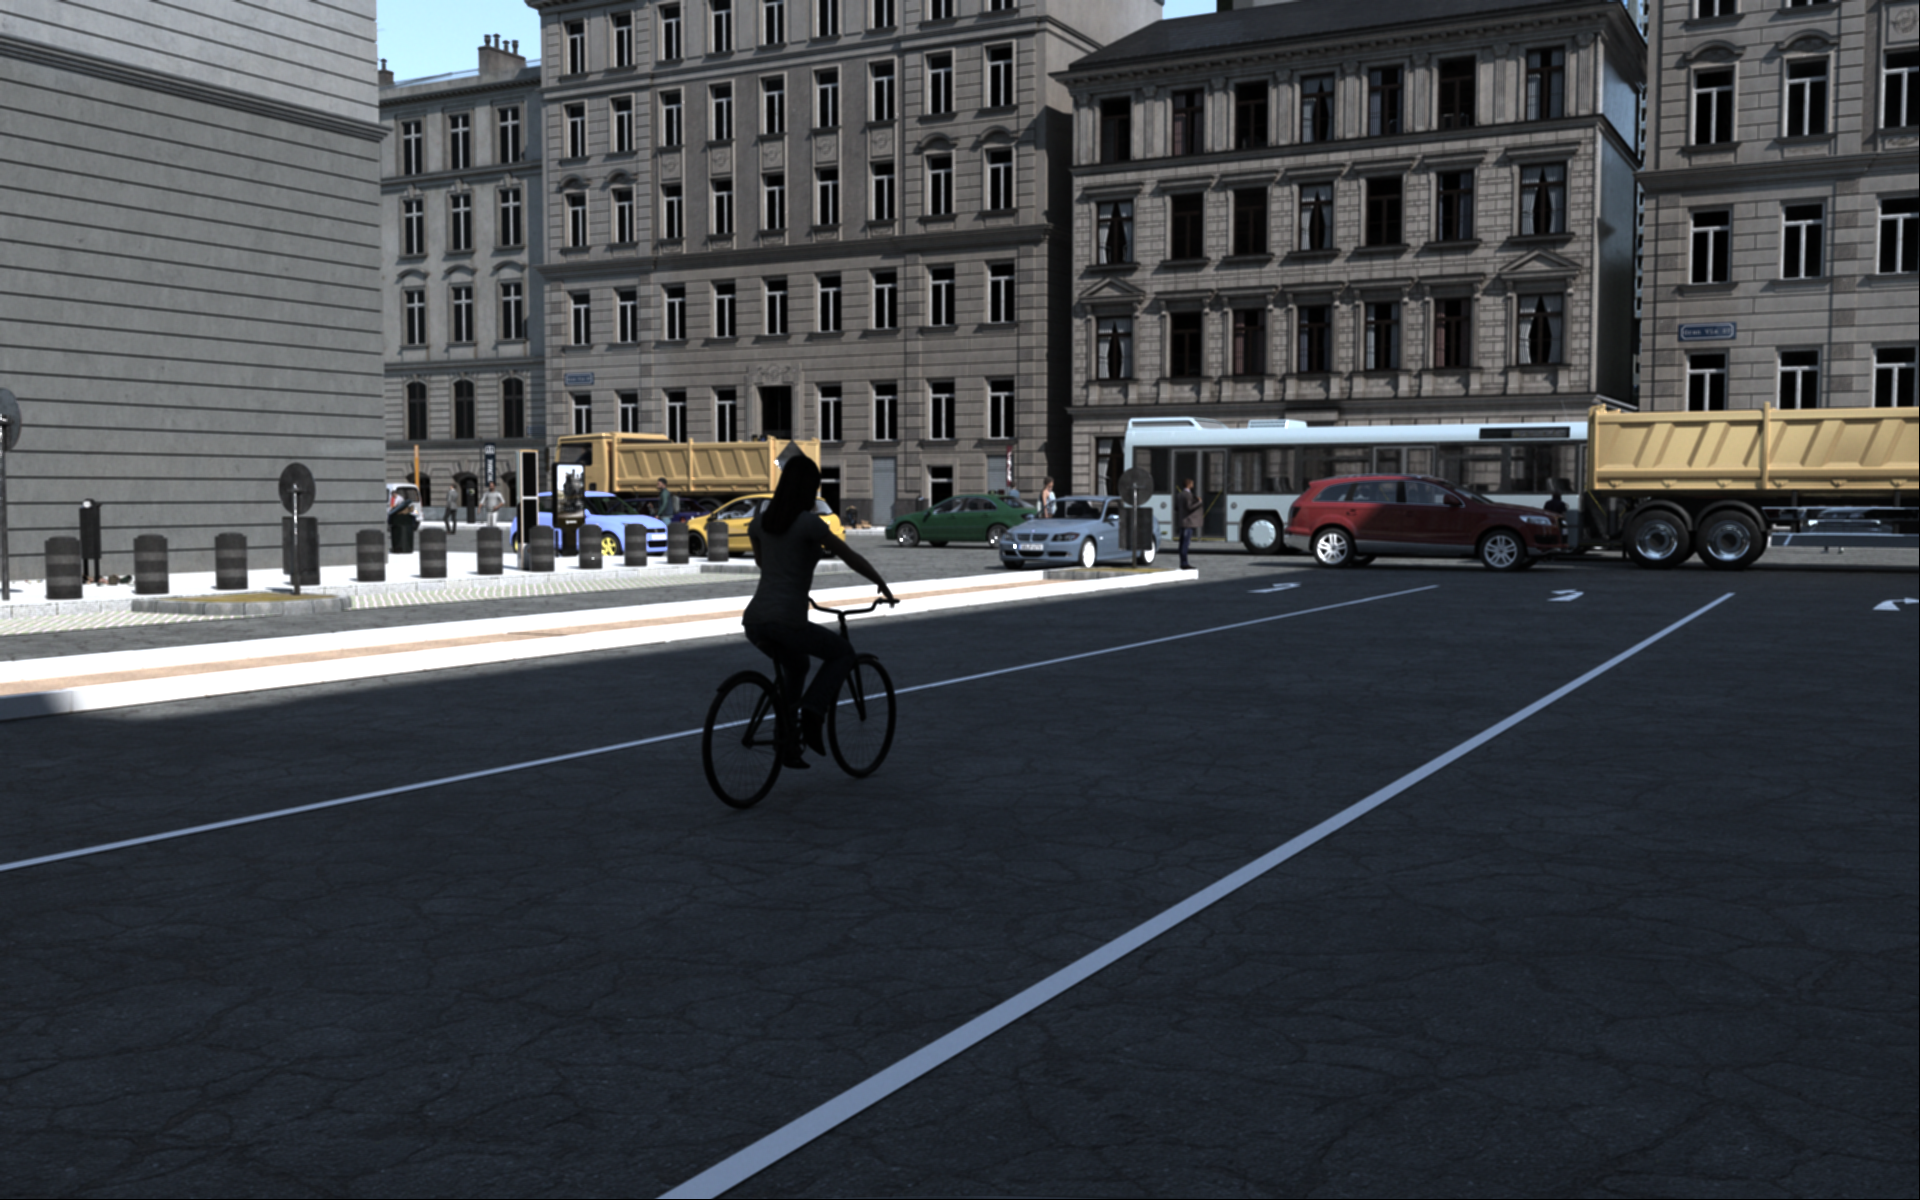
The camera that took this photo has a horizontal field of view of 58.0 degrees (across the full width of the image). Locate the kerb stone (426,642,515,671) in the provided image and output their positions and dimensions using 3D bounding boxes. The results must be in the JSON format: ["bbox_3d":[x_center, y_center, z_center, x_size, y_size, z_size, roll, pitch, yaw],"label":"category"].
[{"bbox_3d":[-4.145,0.470,14.510,0.120,0.150,1.000,2,4,28],"label":"kerb stone"}]

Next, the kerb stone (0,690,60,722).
[{"bbox_3d":[-6.107,0.693,10.897,0.120,0.150,1.000,2,4,28],"label":"kerb stone"}]

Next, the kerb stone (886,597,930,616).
[{"bbox_3d":[-0.688,0.089,20.833,0.120,0.150,1.000,2,4,28],"label":"kerb stone"}]

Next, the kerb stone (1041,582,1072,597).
[{"bbox_3d":[1.287,-0.139,24.462,0.120,0.150,1.000,2,4,28],"label":"kerb stone"}]

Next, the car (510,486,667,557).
[{"bbox_3d":[-8.113,-1.750,38.208,3.694,1.707,1.945,2,4,28],"label":"car"}]

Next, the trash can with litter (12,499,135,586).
[{"bbox_3d":[-12.440,-0.841,24.802,1.678,1.210,2.233,-3,5,-43],"label":"trash can with litter"}]

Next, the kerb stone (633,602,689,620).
[{"bbox_3d":[-3.521,0.132,20.031,0.120,0.150,1.000,2,4,28],"label":"kerb stone"}]

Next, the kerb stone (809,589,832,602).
[{"bbox_3d":[-2.041,-0.031,22.743,0.120,0.150,1.000,2,4,28],"label":"kerb stone"}]

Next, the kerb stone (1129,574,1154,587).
[{"bbox_3d":[2.763,-0.304,27.166,0.120,0.150,1.000,2,4,28],"label":"kerb stone"}]

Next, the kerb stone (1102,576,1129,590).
[{"bbox_3d":[2.272,-0.247,26.266,0.120,0.150,1.000,2,4,28],"label":"kerb stone"}]

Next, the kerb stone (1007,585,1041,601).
[{"bbox_3d":[0.788,-0.083,23.549,0.120,0.150,1.000,2,4,28],"label":"kerb stone"}]

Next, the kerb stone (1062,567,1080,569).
[{"bbox_3d":[1.888,-0.474,29.953,0.120,0.150,1.000,2,4,28],"label":"kerb stone"}]

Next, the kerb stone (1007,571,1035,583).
[{"bbox_3d":[0.901,-0.365,28.155,0.120,0.150,1.000,2,4,28],"label":"kerb stone"}]

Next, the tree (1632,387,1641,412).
[{"bbox_3d":[58.140,-13.101,148.615,8.767,10.594,7.601,3,5,40],"label":"tree"}]

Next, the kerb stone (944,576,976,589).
[{"bbox_3d":[-0.078,-0.249,26.353,0.120,0.150,1.000,2,4,28],"label":"kerb stone"}]

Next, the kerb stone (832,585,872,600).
[{"bbox_3d":[-1.549,-0.089,23.648,0.120,0.150,1.000,2,4,28],"label":"kerb stone"}]

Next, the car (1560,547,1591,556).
[{"bbox_3d":[13.296,-2.000,41.501,4.718,1.807,1.959,2,4,29],"label":"car"}]

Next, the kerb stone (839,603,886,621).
[{"bbox_3d":[-1.189,0.138,19.936,0.120,0.150,1.000,2,4,28],"label":"kerb stone"}]

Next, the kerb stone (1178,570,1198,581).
[{"bbox_3d":[3.744,-0.414,28.972,0.120,0.150,1.000,2,4,28],"label":"kerb stone"}]

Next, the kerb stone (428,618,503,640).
[{"bbox_3d":[-4.999,0.298,17.324,0.120,0.150,1.000,2,4,28],"label":"kerb stone"}]

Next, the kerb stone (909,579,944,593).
[{"bbox_3d":[-0.568,-0.199,25.451,0.120,0.150,1.000,2,4,28],"label":"kerb stone"}]

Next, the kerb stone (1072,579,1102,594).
[{"bbox_3d":[1.782,-0.194,25.365,0.120,0.150,1.000,2,4,28],"label":"kerb stone"}]

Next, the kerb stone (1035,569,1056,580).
[{"bbox_3d":[1.400,-0.419,29.052,0.120,0.150,1.000,2,4,28],"label":"kerb stone"}]

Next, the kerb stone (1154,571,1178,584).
[{"bbox_3d":[3.250,-0.359,28.073,0.120,0.150,1.000,2,4,28],"label":"kerb stone"}]

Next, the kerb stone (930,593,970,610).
[{"bbox_3d":[-0.199,0.028,21.742,0.120,0.150,1.000,2,4,28],"label":"kerb stone"}]

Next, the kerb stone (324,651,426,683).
[{"bbox_3d":[-4.635,0.526,13.603,0.120,0.150,1.000,2,4,28],"label":"kerb stone"}]

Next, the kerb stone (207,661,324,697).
[{"bbox_3d":[-5.130,0.581,12.705,0.120,0.150,1.000,2,4,28],"label":"kerb stone"}]

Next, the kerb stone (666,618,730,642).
[{"bbox_3d":[-2.663,0.306,17.220,0.120,0.150,1.000,2,4,28],"label":"kerb stone"}]

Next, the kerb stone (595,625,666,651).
[{"bbox_3d":[-3.158,0.360,16.313,0.120,0.150,1.000,2,4,28],"label":"kerb stone"}]

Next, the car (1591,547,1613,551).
[{"bbox_3d":[17.545,-2.110,43.536,4.494,1.783,2.155,2,4,27],"label":"car"}]

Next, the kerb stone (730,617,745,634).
[{"bbox_3d":[-2.172,0.249,18.121,0.120,0.150,1.000,2,4,28],"label":"kerb stone"}]

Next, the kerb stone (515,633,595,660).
[{"bbox_3d":[-3.650,0.419,15.413,0.120,0.150,1.000,2,4,28],"label":"kerb stone"}]

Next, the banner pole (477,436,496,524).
[{"bbox_3d":[-20.296,-5.154,74.277,0.863,3.779,0.401,0,4,2],"label":"banner pole"}]

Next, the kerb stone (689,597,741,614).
[{"bbox_3d":[-3.023,0.077,20.934,0.120,0.150,1.000,2,4,28],"label":"kerb stone"}]

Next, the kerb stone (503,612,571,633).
[{"bbox_3d":[-4.507,0.243,18.224,0.120,0.150,1.000,2,4,28],"label":"kerb stone"}]

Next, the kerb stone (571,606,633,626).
[{"bbox_3d":[-4.014,0.187,19.130,0.120,0.150,1.000,2,4,28],"label":"kerb stone"}]

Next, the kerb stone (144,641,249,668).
[{"bbox_3d":[-6.476,0.468,14.605,0.120,0.150,1.000,2,4,28],"label":"kerb stone"}]

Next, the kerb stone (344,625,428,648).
[{"bbox_3d":[-5.488,0.354,16.413,0.120,0.150,1.000,2,4,28],"label":"kerb stone"}]

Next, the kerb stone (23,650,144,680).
[{"bbox_3d":[-6.963,0.520,13.702,0.120,0.150,1.000,2,4,28],"label":"kerb stone"}]

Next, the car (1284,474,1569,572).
[{"bbox_3d":[8.920,-1.506,33.300,5.304,1.827,2.281,2,4,29],"label":"car"}]

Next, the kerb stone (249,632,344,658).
[{"bbox_3d":[-5.983,0.411,15.511,0.120,0.150,1.000,2,4,28],"label":"kerb stone"}]

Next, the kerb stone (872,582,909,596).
[{"bbox_3d":[-1.056,-0.144,24.549,0.120,0.150,1.000,2,4,28],"label":"kerb stone"}]

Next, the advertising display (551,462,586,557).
[{"bbox_3d":[-8.011,-1.851,35.473,0.123,1.923,0.974,2,4,23],"label":"advertising display"}]

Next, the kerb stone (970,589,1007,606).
[{"bbox_3d":[0.298,-0.026,22.649,0.120,0.150,1.000,2,4,28],"label":"kerb stone"}]

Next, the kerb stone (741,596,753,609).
[{"bbox_3d":[-2.536,0.024,21.844,0.120,0.150,1.000,2,4,28],"label":"kerb stone"}]

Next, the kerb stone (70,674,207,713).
[{"bbox_3d":[-5.616,0.636,11.798,0.120,0.150,1.000,2,4,28],"label":"kerb stone"}]

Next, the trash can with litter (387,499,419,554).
[{"bbox_3d":[-12.219,-1.580,37.226,1.055,1.170,0.624,-2,4,-34],"label":"trash can with litter"}]

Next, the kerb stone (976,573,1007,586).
[{"bbox_3d":[0.417,-0.307,27.251,0.120,0.150,1.000,2,4,28],"label":"kerb stone"}]

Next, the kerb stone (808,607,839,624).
[{"bbox_3d":[-1.675,0.196,19.028,0.120,0.150,1.000,2,4,28],"label":"kerb stone"}]

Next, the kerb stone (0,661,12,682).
[{"bbox_3d":[-7.463,0.574,12.806,0.120,0.150,1.000,2,4,28],"label":"kerb stone"}]
